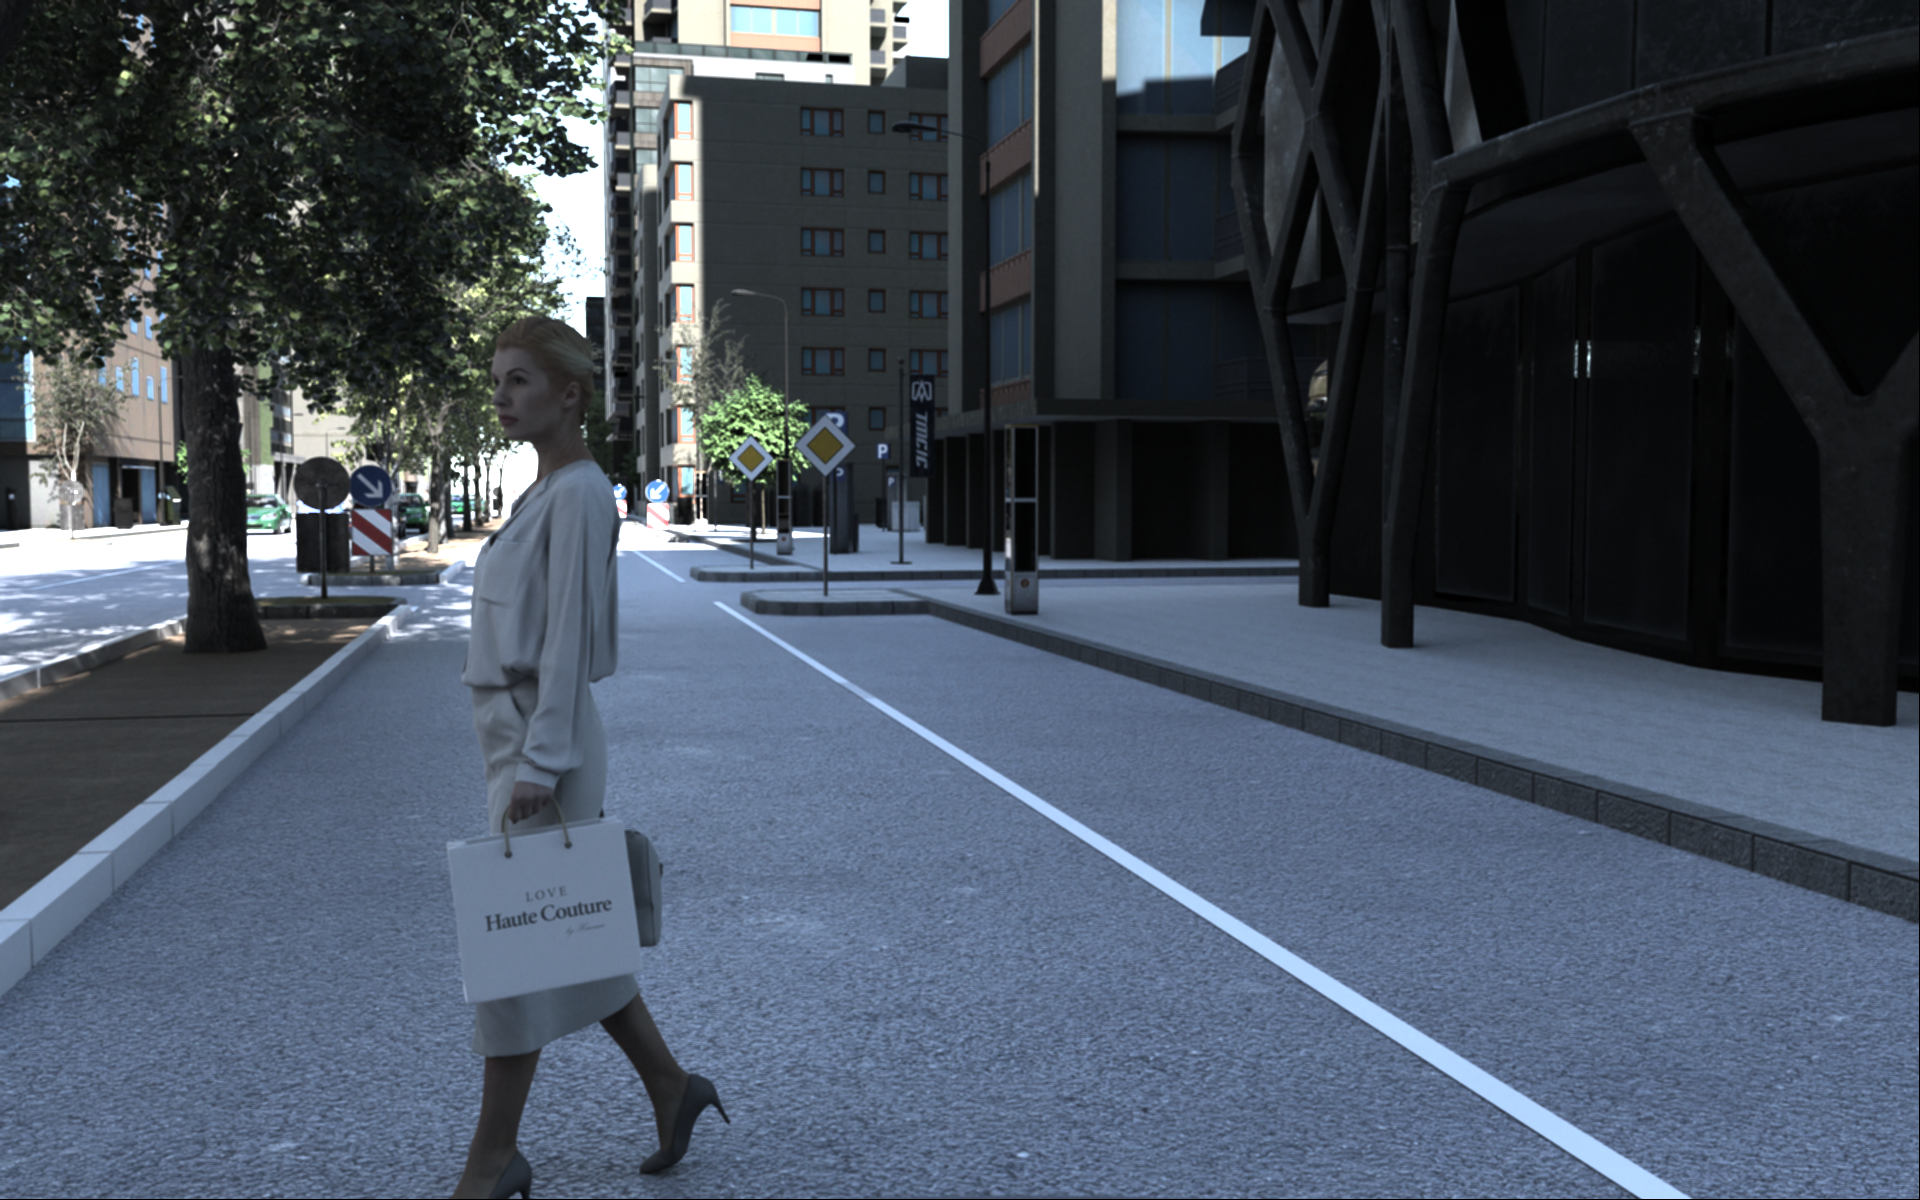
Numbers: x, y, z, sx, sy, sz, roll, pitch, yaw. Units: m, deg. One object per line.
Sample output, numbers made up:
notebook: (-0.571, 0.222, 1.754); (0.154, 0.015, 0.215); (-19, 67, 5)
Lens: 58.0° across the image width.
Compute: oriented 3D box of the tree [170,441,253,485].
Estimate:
tree: (-34.259, -5.837, 79.152); (4.285, 4.588, 4.351); (0, 3, 0)

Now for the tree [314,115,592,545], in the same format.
tree: (-14.450, -7.796, 48.042); (7.486, 12.596, 7.792); (0, 3, 0)

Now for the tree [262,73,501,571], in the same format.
tree: (-9.956, -4.719, 29.979); (4.360, 8.622, 3.978); (0, 3, 0)

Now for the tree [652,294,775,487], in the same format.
tree: (-9.381, -6.990, 64.644); (4.360, 8.622, 3.978); (0, 3, 0)

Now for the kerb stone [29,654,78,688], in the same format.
kerb stone: (-6.933, 0.551, 13.192); (0.120, 0.150, 1.000); (-1, 4, -13)

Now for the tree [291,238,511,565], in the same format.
tree: (-11.394, -5.003, 34.614); (4.737, 8.622, 4.395); (0, 3, 0)

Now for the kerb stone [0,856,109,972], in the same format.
kerb stone: (-2.986, 1.012, 5.720); (0.120, 0.150, 1.000); (-1, 4, -13)

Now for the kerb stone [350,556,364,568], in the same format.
kerb stone: (-12.097, -0.759, 34.653); (0.120, 0.150, 1.000); (-1, 4, -13)

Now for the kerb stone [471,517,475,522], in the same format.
kerb stone: (-26.458, -4.420, 94.470); (0.120, 0.150, 1.000); (-1, 4, -13)

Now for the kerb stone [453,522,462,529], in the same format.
kerb stone: (-21.910, -3.258, 75.532); (0.120, 0.150, 1.000); (-1, 4, -13)

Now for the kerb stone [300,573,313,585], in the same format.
kerb stone: (-10.421, -0.336, 27.691); (0.120, 0.150, 1.000); (-1, 4, -13)

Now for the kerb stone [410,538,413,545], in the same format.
kerb stone: (-15.209, -1.554, 47.610); (0.120, 0.150, 1.000); (-1, 4, -13)

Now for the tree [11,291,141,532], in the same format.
tree: (-30.326, -6.657, 59.197); (4.360, 8.622, 3.978); (0, 3, 0)

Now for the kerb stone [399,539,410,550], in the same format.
kerb stone: (-14.969, -1.491, 46.616); (0.120, 0.150, 1.000); (-1, 4, -13)

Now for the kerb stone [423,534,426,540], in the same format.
kerb stone: (-16.402, -1.860, 52.601); (0.120, 0.150, 1.000); (-1, 4, -13)

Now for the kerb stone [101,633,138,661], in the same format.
kerb stone: (-7.409, 0.429, 15.186); (0.120, 0.150, 1.000); (-1, 4, -13)

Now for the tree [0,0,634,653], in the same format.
tree: (-6.669, -6.493, 15.268); (9.857, 13.997, 8.962); (0, 3, 0)

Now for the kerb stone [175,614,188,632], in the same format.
kerb stone: (-8.139, 0.246, 18.178); (0.120, 0.150, 1.000); (-1, 4, -13)

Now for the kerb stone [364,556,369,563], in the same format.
kerb stone: (-12.332, -0.823, 35.651); (0.120, 0.150, 1.000); (-1, 4, -13)

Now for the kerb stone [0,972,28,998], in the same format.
kerb stone: (-2.743, 1.069, 4.721); (0.120, 0.150, 1.000); (-1, 4, -13)

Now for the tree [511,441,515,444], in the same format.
tree: (-24.947, -8.488, 91.598); (4.737, 8.622, 4.395); (0, 3, 0)

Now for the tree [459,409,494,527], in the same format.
tree: (-21.411, -9.059, 76.320); (9.928, 11.665, 9.643); (0, 3, 0)

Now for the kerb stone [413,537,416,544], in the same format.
kerb stone: (-15.441, -1.615, 48.605); (0.120, 0.150, 1.000); (-1, 4, -13)

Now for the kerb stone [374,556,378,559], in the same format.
kerb stone: (-12.815, -0.946, 37.658); (0.120, 0.150, 1.000); (-1, 4, -13)

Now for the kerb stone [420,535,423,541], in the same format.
kerb stone: (-16.166, -1.797, 51.604); (0.120, 0.150, 1.000); (-1, 4, -13)

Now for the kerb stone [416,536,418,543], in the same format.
kerb stone: (-15.687, -1.676, 49.597); (0.120, 0.150, 1.000); (-1, 4, -13)

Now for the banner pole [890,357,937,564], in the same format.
banner pole: (-0.855, -2.559, 31.853); (0.863, 3.779, 0.401); (0, 4, -8)

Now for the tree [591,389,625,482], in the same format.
tree: (-38.867, -16.416, 186.521); (7.486, 12.596, 7.792); (0, 3, 0)

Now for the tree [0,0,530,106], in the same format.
tree: (-4.323, -4.281, 6.871); (8.767, 10.594, 7.601); (-1, 4, -13)

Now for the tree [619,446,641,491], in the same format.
tree: (-19.092, -7.463, 105.737); (4.285, 4.588, 4.351); (0, 3, 0)

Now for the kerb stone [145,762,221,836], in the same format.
kerb stone: (-3.461, 0.887, 7.713); (0.120, 0.150, 1.000); (-1, 4, -13)

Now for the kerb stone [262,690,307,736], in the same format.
kerb stone: (-4.185, 0.704, 10.701); (0.120, 0.150, 1.000); (-1, 4, -13)

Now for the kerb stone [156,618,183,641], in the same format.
kerb stone: (-7.902, 0.316, 17.176); (0.120, 0.150, 1.000); (-1, 4, -13)

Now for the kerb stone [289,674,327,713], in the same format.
kerb stone: (-4.418, 0.642, 11.699); (0.120, 0.150, 1.000); (-1, 4, -13)

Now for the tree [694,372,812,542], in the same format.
tree: (-5.477, -3.855, 46.742); (4.285, 4.588, 4.351); (0, 3, 0)

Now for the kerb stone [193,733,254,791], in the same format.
kerb stone: (-3.708, 0.827, 8.706); (0.120, 0.150, 1.000); (-1, 4, -13)

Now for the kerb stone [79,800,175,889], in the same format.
kerb stone: (-3.226, 0.949, 6.714); (0.120, 0.150, 1.000); (-1, 4, -13)

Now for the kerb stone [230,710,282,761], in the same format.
kerb stone: (-3.950, 0.765, 9.703); (0.120, 0.150, 1.000); (-1, 4, -13)

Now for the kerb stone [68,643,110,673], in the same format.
kerb stone: (-7.178, 0.492, 14.191); (0.120, 0.150, 1.000); (-1, 4, -13)

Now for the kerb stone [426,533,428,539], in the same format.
kerb stone: (-16.643, -1.920, 53.594); (0.120, 0.150, 1.000); (-1, 4, -13)

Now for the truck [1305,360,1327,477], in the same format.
truck: (10.691, -2.444, 28.879); (11.283, 4.237, 2.839); (-1, 4, -13)

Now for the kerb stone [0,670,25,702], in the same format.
kerb stone: (-6.711, 0.614, 12.195); (0.120, 0.150, 1.000); (-1, 4, -13)

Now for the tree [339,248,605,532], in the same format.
tree: (-18.613, -9.302, 64.911); (12.009, 13.543, 11.850); (0, 3, 0)

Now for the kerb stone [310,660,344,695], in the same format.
kerb stone: (-4.657, 0.581, 12.693); (0.120, 0.150, 1.000); (-1, 4, -13)

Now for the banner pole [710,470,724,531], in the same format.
banner pole: (-8.337, -4.265, 59.749); (0.401, 3.779, 0.863); (-3, 4, -37)

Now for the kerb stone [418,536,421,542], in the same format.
kerb stone: (-15.917, -1.738, 50.605); (0.120, 0.150, 1.000); (-1, 4, -13)

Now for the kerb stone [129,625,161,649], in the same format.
kerb stone: (-7.665, 0.368, 16.180); (0.120, 0.150, 1.000); (-1, 4, -13)
